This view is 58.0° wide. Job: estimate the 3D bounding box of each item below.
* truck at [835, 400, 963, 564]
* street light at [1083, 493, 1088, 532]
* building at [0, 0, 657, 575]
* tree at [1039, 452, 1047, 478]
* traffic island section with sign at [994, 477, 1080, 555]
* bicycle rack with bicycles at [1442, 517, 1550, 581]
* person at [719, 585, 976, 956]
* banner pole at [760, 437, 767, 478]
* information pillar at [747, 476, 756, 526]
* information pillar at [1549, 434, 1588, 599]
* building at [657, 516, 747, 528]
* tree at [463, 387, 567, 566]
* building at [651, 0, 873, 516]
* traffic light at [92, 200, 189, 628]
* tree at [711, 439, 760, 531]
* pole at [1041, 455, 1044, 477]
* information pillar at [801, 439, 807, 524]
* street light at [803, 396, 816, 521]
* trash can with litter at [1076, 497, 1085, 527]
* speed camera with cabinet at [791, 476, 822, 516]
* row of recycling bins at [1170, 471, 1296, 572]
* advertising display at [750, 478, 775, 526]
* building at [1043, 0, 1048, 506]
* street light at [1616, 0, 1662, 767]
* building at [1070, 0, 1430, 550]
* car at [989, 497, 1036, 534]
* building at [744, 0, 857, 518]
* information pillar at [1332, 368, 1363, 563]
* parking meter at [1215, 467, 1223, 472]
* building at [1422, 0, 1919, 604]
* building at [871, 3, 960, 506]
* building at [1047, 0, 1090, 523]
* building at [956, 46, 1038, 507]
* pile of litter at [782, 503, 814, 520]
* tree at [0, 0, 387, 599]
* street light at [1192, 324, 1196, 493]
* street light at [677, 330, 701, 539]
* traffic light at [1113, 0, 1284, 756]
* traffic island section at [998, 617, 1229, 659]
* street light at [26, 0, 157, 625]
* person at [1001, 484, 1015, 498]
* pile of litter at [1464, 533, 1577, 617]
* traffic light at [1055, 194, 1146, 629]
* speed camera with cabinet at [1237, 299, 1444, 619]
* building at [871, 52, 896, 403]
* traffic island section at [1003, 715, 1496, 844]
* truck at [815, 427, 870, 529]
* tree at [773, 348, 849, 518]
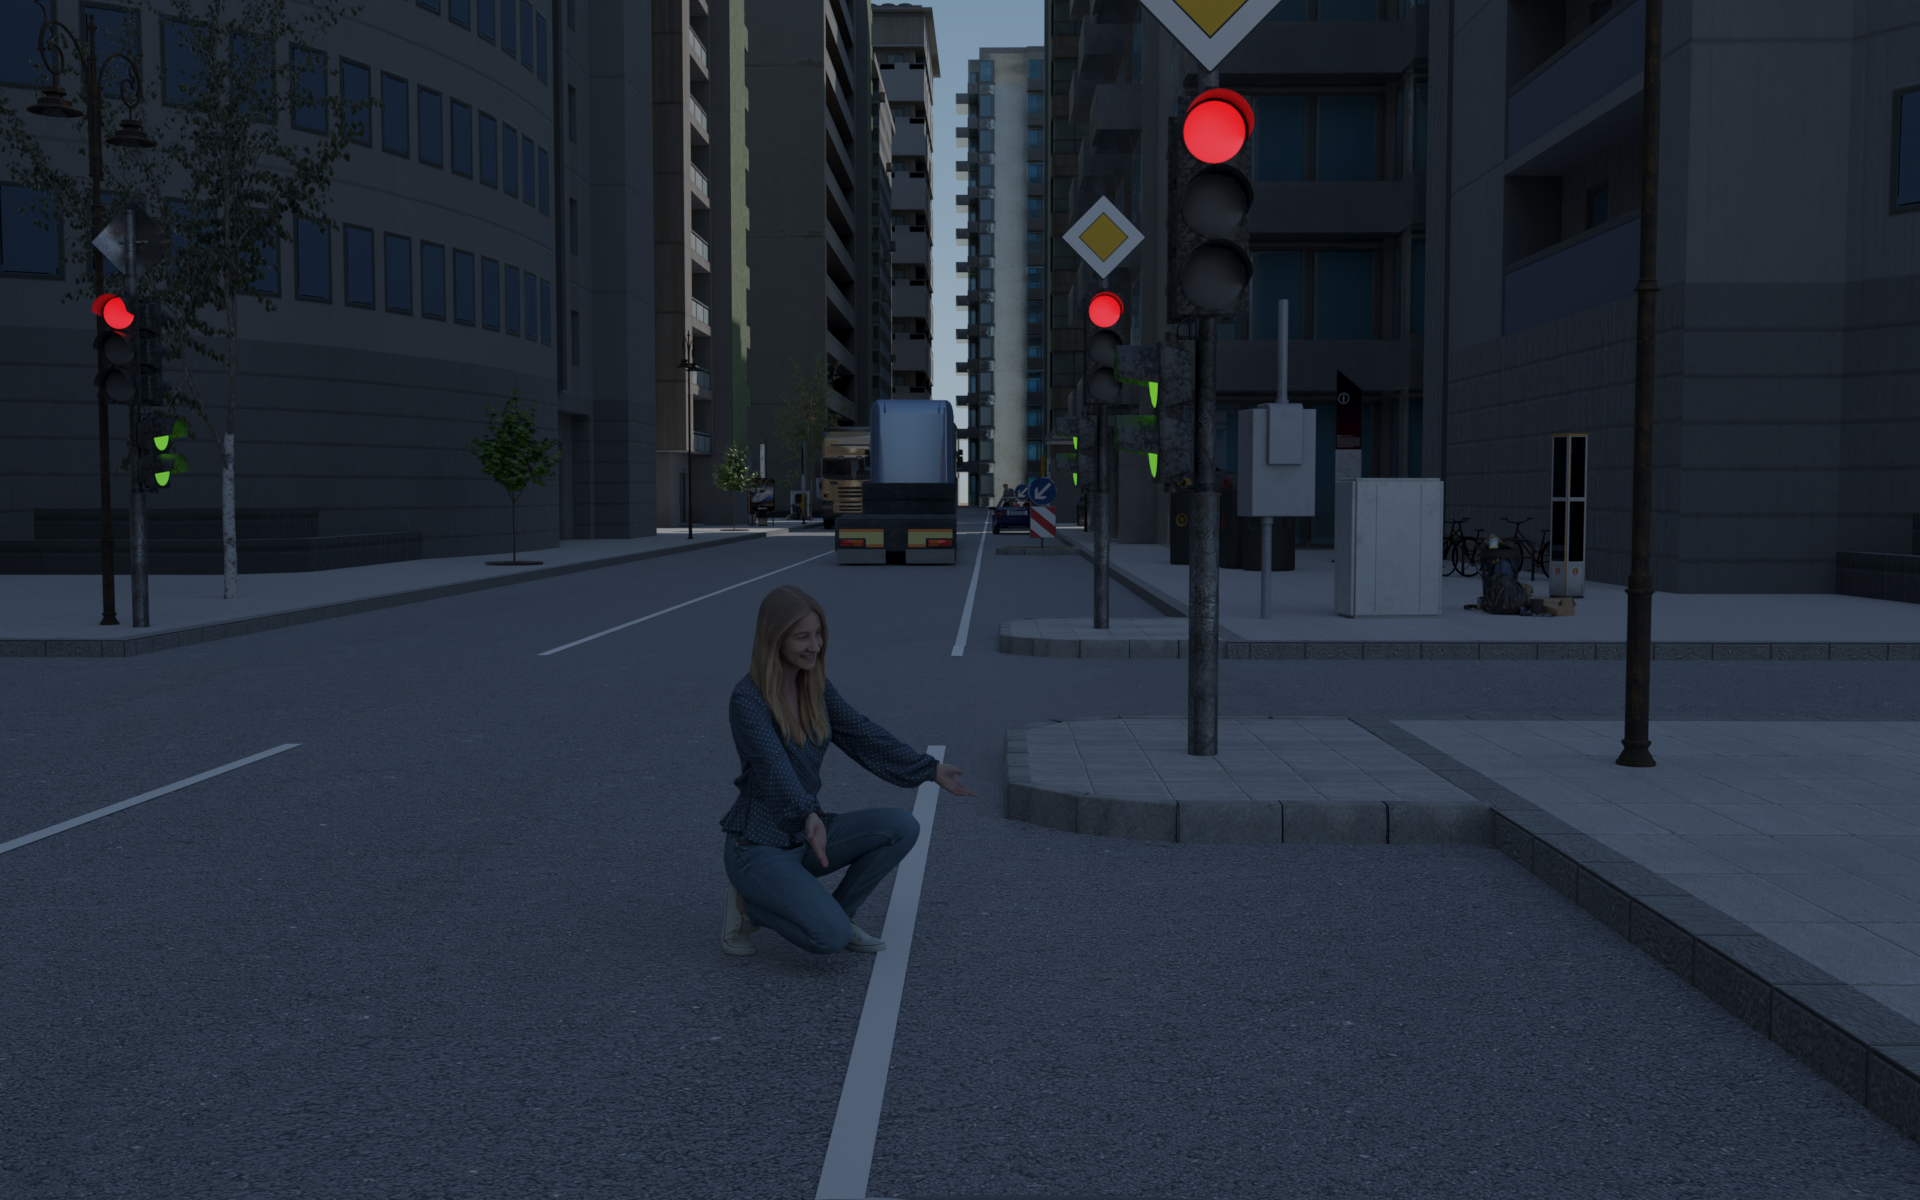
[{"bbox_3d":[-1.334,-3.297,43.663,2.967,4.110,18.799,0,4,0],"label":"truck"},{"bbox_3d":[4.258,-5.243,58.516,0.468,5.910,1.993,0,4,1],"label":"street light"},{"bbox_3d":[-20.094,-30.325,37.809,21.231,58.520,28.212,0,4,1],"label":"building"},{"bbox_3d":[6.016,-6.827,95.336,4.285,4.588,4.351,0,3,0],"label":"tree"},{"bbox_3d":[1.849,-2.006,41.422,1.989,1.847,2.006,0,4,1],"label":"traffic island section with sign"},{"bbox_3d":[7.418,-0.789,26.283,2.852,0.926,2.925,-1,4,-17],"label":"bicycle rack with bicycles"},{"bbox_3d":[-0.361,0.526,5.402,0.738,1.151,1.012,3,4,38],"label":"person"},{"bbox_3d":[-8.611,-5.265,76.094,0.401,3.779,0.863,-2,4,-29],"label":"banner pole"},{"bbox_3d":[-8.477,-4.032,70.413,0.304,2.012,0.304,-1,4,-20],"label":"information pillar"},{"bbox_3d":[7.466,-1.025,21.257,0.304,2.012,0.304,-1,4,-23],"label":"information pillar"},{"bbox_3d":[-16.221,-23.472,67.363,14.154,41.232,14.086,0,4,1],"label":"building"},{"bbox_3d":[-7.966,-2.251,31.401,1.663,3.219,1.824,0,3,0],"label":"tree"},{"bbox_3d":[-13.528,-26.693,120.021,14.154,41.232,14.086,0,4,1],"label":"building"},{"bbox_3d":[-7.879,-1.692,16.578,0.839,4.253,0.868,0,4,1],"label":"traffic light"},{"bbox_3d":[-7.745,-4.016,60.264,1.663,3.219,1.824,0,3,0],"label":"tree"},{"bbox_3d":[4.348,-5.946,91.058,0.158,3.312,0.155,0,3,0],"label":"pole"},{"bbox_3d":[-6.652,-5.030,73.591,0.183,3.616,0.504,0,4,3],"label":"information pillar"},{"bbox_3d":[-7.077,-6.661,81.696,0.468,5.910,1.993,0,4,1],"label":"street light"},{"bbox_3d":[4.924,-3.501,68.633,0.624,1.170,1.055,0,4,-2],"label":"trash can with litter"},{"bbox_3d":[-7.902,-5.943,91.512,2.038,3.252,0.660,-1,4,-14],"label":"speed camera with cabinet"},{"bbox_3d":[4.758,-1.420,30.331,1.069,1.692,3.534,-1,4,-20],"label":"row of recycling bins"},{"bbox_3d":[-7.848,-3.892,68.843,0.974,1.923,0.123,0,4,7],"label":"advertising display"},{"bbox_3d":[16.532,-35.632,124.581,21.231,58.520,28.212,0,4,1],"label":"building"},{"bbox_3d":[3.204,-2.156,8.033,0.468,5.910,1.993,0,4,1],"label":"street light"},{"bbox_3d":[14.723,-26.387,51.028,23.786,49.044,30.456,0,4,1],"label":"building"},{"bbox_3d":[2.032,-3.076,62.875,1.945,1.354,3.894,0,4,0],"label":"car"},{"bbox_3d":[-17.618,-29.258,102.063,21.300,48.544,21.600,0,4,1],"label":"building"},{"bbox_3d":[7.222,-2.502,32.262,0.504,3.616,0.183,1,4,23],"label":"information pillar"},{"bbox_3d":[5.346,-1.874,36.357,0.255,1.863,0.399,3,5,44],"label":"parking meter"},{"bbox_3d":[23.298,-29.521,24.662,28.212,58.520,21.231,0,4,1],"label":"building"},{"bbox_3d":[-14.061,-36.683,189.008,27.495,52.752,28.713,0,4,1],"label":"building"},{"bbox_3d":[11.115,-18.972,81.894,14.160,30.474,14.107,0,4,1],"label":"building"},{"bbox_3d":[14.857,-34.635,185.887,30.456,49.044,23.786,0,4,1],"label":"building"},{"bbox_3d":[-8.093,-4.377,85.524,1.719,0.858,1.176,1,4,17],"label":"pile of litter"},{"bbox_3d":[-9.167,-4.317,20.944,4.360,8.622,3.978,0,3,0],"label":"tree"},{"bbox_3d":[3.585,-3.268,26.221,0.468,5.910,1.993,0,4,1],"label":"street light"},{"bbox_3d":[-7.663,-4.665,49.064,0.468,5.910,1.993,0,4,1],"label":"street light"},{"bbox_3d":[1.179,-1.194,8.435,0.839,4.253,0.868,0,4,1],"label":"traffic light"},{"bbox_3d":[1.371,0.352,16.532,2.009,0.180,2.903,0,4,1],"label":"traffic island section"},{"bbox_3d":[-8.352,-2.694,16.830,0.468,5.910,1.993,0,4,1],"label":"street light"},{"bbox_3d":[1.958,-3.776,70.043,0.655,1.846,0.447,3,4,37],"label":"person"},{"bbox_3d":[6.114,-0.300,18.877,1.176,0.858,1.719,1,4,15],"label":"pile of litter"},{"bbox_3d":[1.331,-1.682,16.419,0.839,4.253,0.868,0,4,1],"label":"traffic light"},{"bbox_3d":[3.948,-1.447,17.990,2.038,3.252,0.660,0,4,-7],"label":"speed camera with cabinet"},{"bbox_3d":[-17.901,-28.133,151.852,23.993,40.220,32.217,0,4,1],"label":"building"},{"bbox_3d":[1.219,0.840,8.548,2.009,0.180,2.903,0,4,1],"label":"traffic island section"},{"bbox_3d":[-4.460,-5.217,74.211,2.839,4.237,11.283,0,4,-1],"label":"truck"},{"bbox_3d":[-7.658,-8.429,88.172,4.737,8.622,4.395,0,3,0],"label":"tree"}]
